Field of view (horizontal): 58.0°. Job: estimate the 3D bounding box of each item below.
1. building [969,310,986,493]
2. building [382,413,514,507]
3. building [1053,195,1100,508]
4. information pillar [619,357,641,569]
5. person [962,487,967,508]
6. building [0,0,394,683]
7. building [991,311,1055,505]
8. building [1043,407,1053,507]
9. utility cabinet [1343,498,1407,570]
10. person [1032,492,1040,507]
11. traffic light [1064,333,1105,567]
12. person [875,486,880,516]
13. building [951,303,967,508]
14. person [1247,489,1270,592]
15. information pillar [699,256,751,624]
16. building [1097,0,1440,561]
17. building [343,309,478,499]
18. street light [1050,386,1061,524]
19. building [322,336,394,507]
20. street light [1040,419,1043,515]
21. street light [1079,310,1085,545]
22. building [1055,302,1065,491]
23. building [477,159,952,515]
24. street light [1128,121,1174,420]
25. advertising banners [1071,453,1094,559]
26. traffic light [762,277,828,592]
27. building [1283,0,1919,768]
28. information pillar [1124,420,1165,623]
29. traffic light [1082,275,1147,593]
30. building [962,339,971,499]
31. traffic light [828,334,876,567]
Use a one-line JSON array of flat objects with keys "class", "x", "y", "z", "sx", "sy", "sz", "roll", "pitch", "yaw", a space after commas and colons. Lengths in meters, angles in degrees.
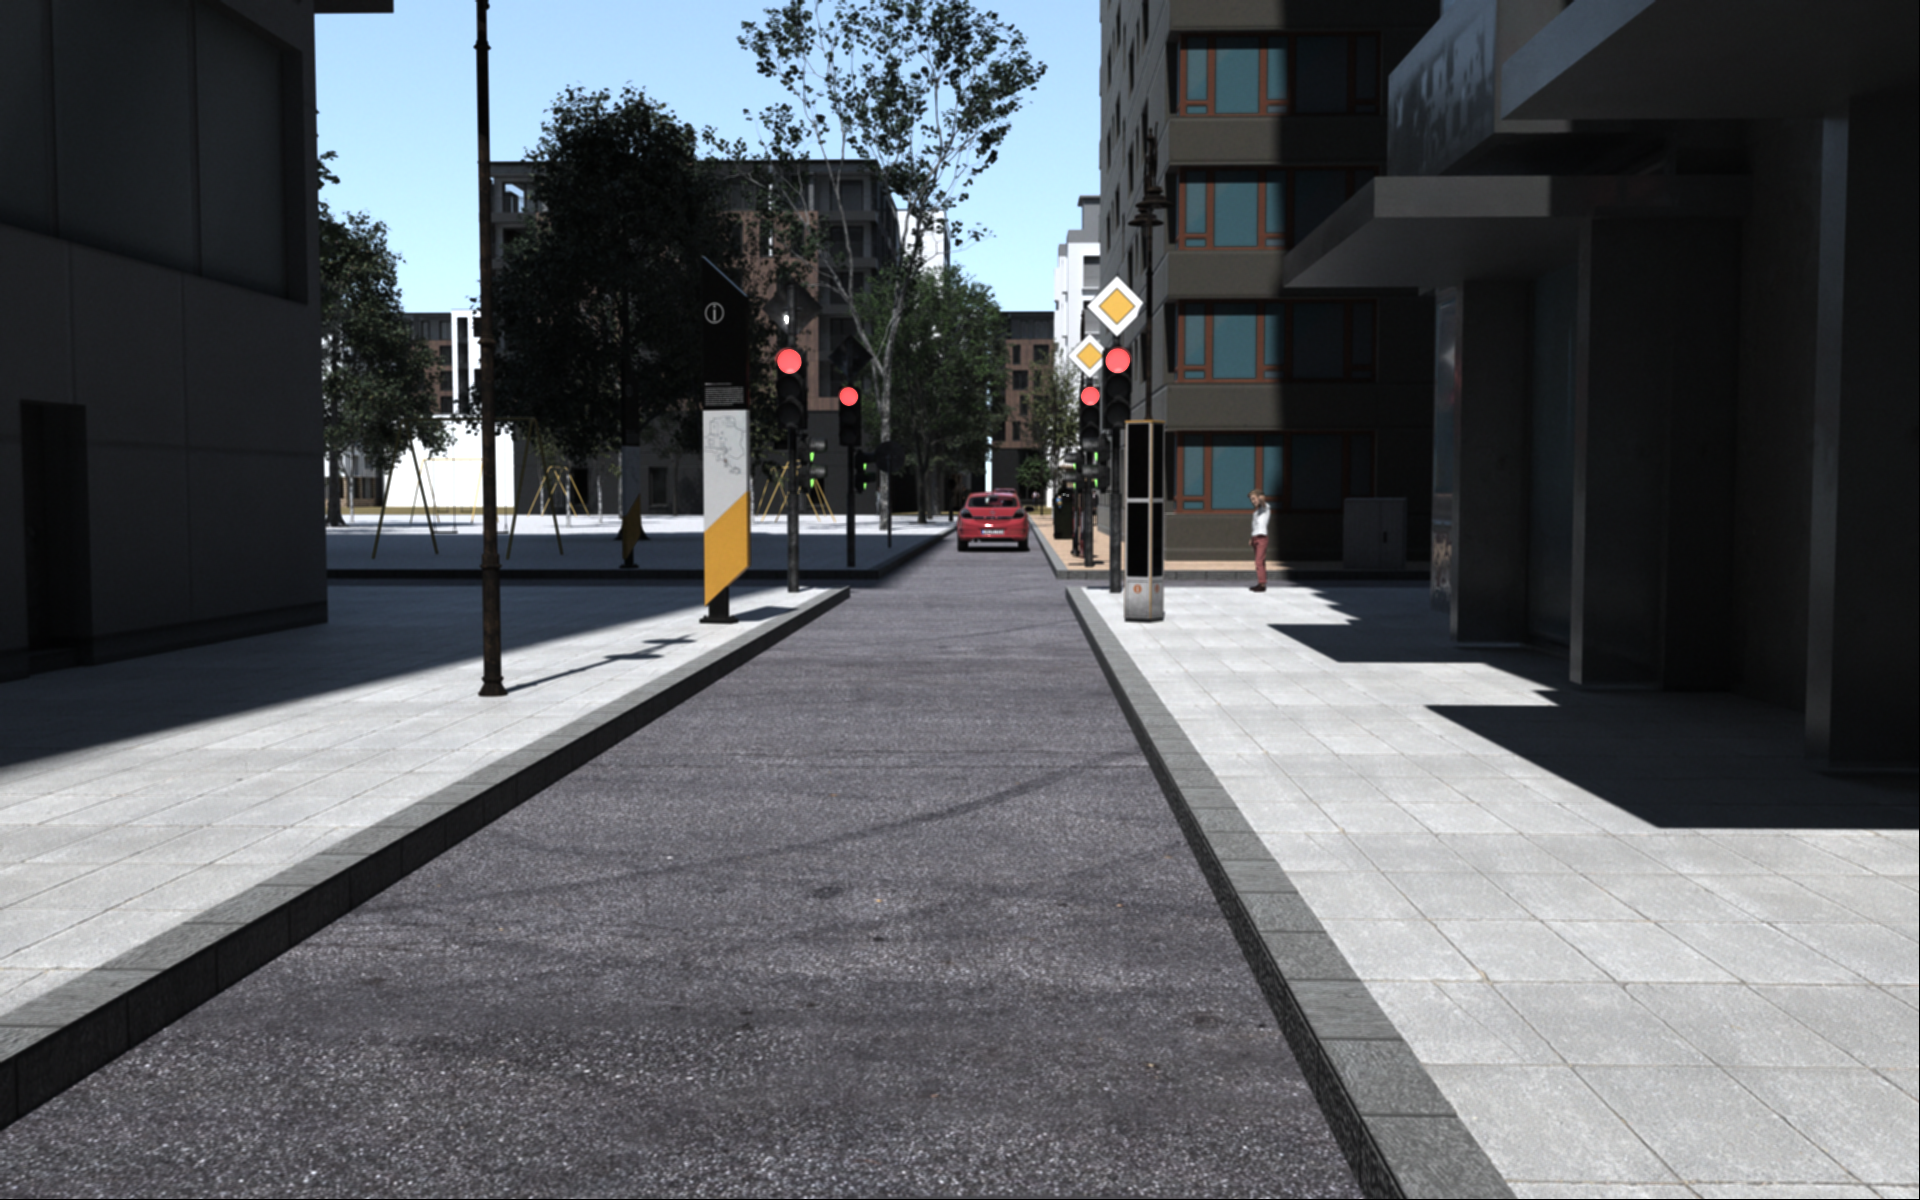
[{"class": "building", "x": -13.373, "y": -22.080, "z": 204.980, "sx": 32.646, "sy": 21.610, "sz": 27.936, "roll": 0, "pitch": 4, "yaw": 2}, {"class": "building", "x": -44.453, "y": -14.497, "z": 179.168, "sx": 28.070, "sy": 9.664, "sz": 9.099, "roll": 0, "pitch": 4, "yaw": 2}, {"class": "building", "x": 14.304, "y": -15.827, "z": 115.199, "sx": 16.016, "sy": 20.091, "sz": 11.380, "roll": 0, "pitch": 4, "yaw": 2}, {"class": "information pillar", "x": -5.700, "y": -2.360, "z": 29.944, "sx": 0.183, "sy": 3.616, "sz": 0.504, "roll": 1, "pitch": 4, "yaw": 20}, {"class": "person", "x": 0.340, "y": -7.746, "z": 132.719, "sx": 0.705, "sy": 1.821, "sz": 1.348, "roll": 1, "pitch": 4, "yaw": 11}, {"class": "building", "x": -18.910, "y": -25.432, "z": 5.049, "sx": 27.495, "sy": 52.752, "sz": 28.713, "roll": 0, "pitch": 4, "yaw": 2}, {"class": "building", "x": 20.118, "y": -22.010, "z": 203.838, "sx": 32.646, "sy": 21.610, "sz": 27.936, "roll": 0, "pitch": 4, "yaw": 2}, {"class": "building", "x": 12.779, "y": -13.742, "z": 166.835, "sx": 9.099, "sy": 9.664, "sz": 28.070, "roll": 0, "pitch": 4, "yaw": 2}, {"class": "utility cabinet", "x": 7.073, "y": -1.124, "z": 29.531, "sx": 1.020, "sy": 1.237, "sz": 0.306, "roll": 2, "pitch": 4, "yaw": 23}, {"class": "person", "x": 7.728, "y": -10.403, "z": 177.063, "sx": 0.756, "sy": 1.711, "sz": 0.436, "roll": 1, "pitch": 4, "yaw": 16}, {"class": "traffic light", "x": 2.250, "y": -2.536, "z": 30.387, "sx": 0.839, "sy": 4.253, "sz": 0.868, "roll": 0, "pitch": 4, "yaw": 2}, {"class": "person", "x": -4.751, "y": -5.887, "z": 103.016, "sx": 0.841, "sy": 1.734, "sz": 0.376, "roll": 3, "pitch": 4, "yaw": 37}, {"class": "building", "x": -7.316, "y": -18.345, "z": 156.365, "sx": 16.016, "sy": 20.091, "sz": 11.380, "roll": 0, "pitch": 4, "yaw": 2}, {"class": "person", "x": 3.942, "y": -0.791, "z": 22.883, "sx": 0.340, "sy": 1.345, "sz": 0.435, "roll": -1, "pitch": 4, "yaw": -20}, {"class": "information pillar", "x": -2.320, "y": -1.575, "z": 17.103, "sx": 0.504, "sy": 3.616, "sz": 0.183, "roll": 1, "pitch": 4, "yaw": 18}, {"class": "building", "x": 18.829, "y": -12.285, "z": 45.901, "sx": 28.899, "sy": 21.520, "sz": 27.650, "roll": 0, "pitch": 4, "yaw": 2}, {"class": "building", "x": -57.829, "y": -22.111, "z": 205.490, "sx": 32.646, "sy": 21.610, "sz": 27.936, "roll": 0, "pitch": 4, "yaw": 2}, {"class": "street light", "x": 4.068, "y": -6.203, "z": 74.209, "sx": 0.468, "sy": 5.910, "sz": 1.993, "roll": 0, "pitch": 4, "yaw": 2}, {"class": "building", "x": -64.600, "y": -19.492, "z": 175.121, "sx": 11.380, "sy": 20.091, "sz": 16.016, "roll": 0, "pitch": 4, "yaw": 2}, {"class": "street light", "x": 4.952, "y": -8.070, "z": 104.727, "sx": 0.468, "sy": 5.910, "sz": 1.993, "roll": 0, "pitch": 4, "yaw": 2}, {"class": "street light", "x": 3.081, "y": -4.337, "z": 43.694, "sx": 0.468, "sy": 5.910, "sz": 1.993, "roll": 0, "pitch": 4, "yaw": 2}, {"class": "building", "x": 16.279, "y": -16.529, "z": 136.707, "sx": 16.747, "sy": 18.905, "sz": 31.486, "roll": 0, "pitch": 4, "yaw": 2}, {"class": "building", "x": -15.128, "y": -17.040, "z": 122.576, "sx": 27.936, "sy": 21.610, "sz": 32.646, "roll": 0, "pitch": 4, "yaw": 2}, {"class": "street light", "x": 2.404, "y": -3.012, "z": 22.029, "sx": 0.468, "sy": 5.910, "sz": 1.993, "roll": 0, "pitch": 4, "yaw": 2}, {"class": "advertising banners", "x": 2.457, "y": -2.352, "z": 34.641, "sx": 0.090, "sy": 3.025, "sz": 2.074, "roll": 0, "pitch": 4, "yaw": -7}, {"class": "traffic light", "x": -2.160, "y": -2.055, "z": 22.519, "sx": 0.839, "sy": 4.253, "sz": 0.868, "roll": 0, "pitch": 4, "yaw": 2}, {"class": "building", "x": 14.359, "y": -23.555, "z": 4.730, "sx": 23.786, "sy": 49.044, "sz": 30.456, "roll": 0, "pitch": 4, "yaw": 2}, {"class": "information pillar", "x": 1.852, "y": -0.788, "z": 17.379, "sx": 0.304, "sy": 2.012, "sz": 0.304, "roll": 2, "pitch": 4, "yaw": 33}, {"class": "traffic light", "x": 2.000, "y": -2.048, "z": 22.406, "sx": 0.839, "sy": 4.253, "sz": 0.868, "roll": 0, "pitch": 4, "yaw": 2}, {"class": "building", "x": -14.823, "y": -18.791, "z": 173.692, "sx": 31.486, "sy": 18.905, "sz": 16.747, "roll": 0, "pitch": 4, "yaw": 2}, {"class": "traffic light", "x": -1.910, "y": -2.543, "z": 30.501, "sx": 0.839, "sy": 4.253, "sz": 0.868, "roll": 0, "pitch": 4, "yaw": 2}]
